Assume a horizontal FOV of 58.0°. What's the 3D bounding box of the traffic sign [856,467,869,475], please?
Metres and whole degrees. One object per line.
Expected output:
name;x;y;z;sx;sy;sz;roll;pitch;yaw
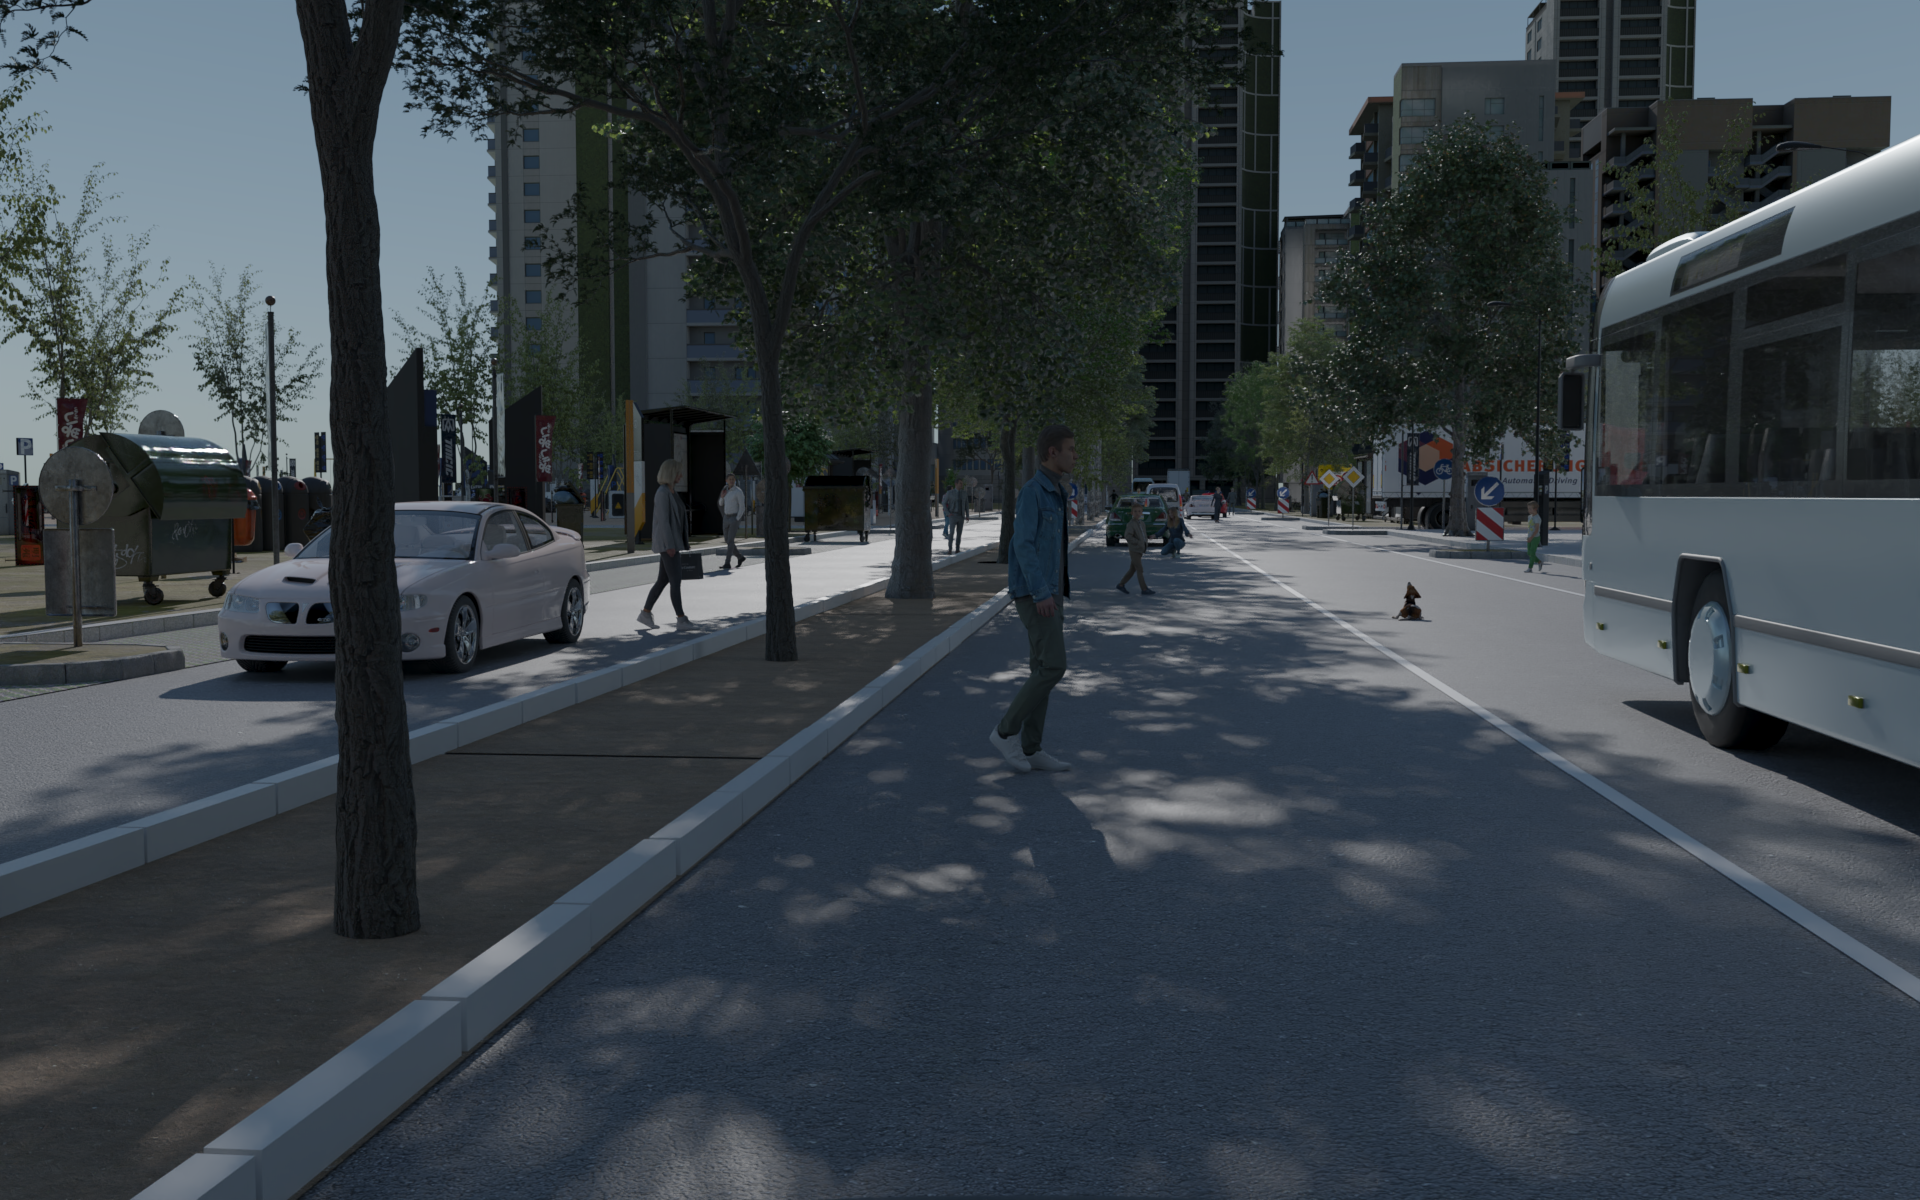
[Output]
traffic sign;-4.591;-5.033;82.396;0.768;2.556;0.104;1;4;13

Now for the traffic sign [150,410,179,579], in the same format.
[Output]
traffic sign;-12.085;-1.596;26.206;0.768;2.556;0.104;1;4;9

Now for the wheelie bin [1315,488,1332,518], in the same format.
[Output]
wheelie bin;19.300;-5.144;92.014;0.693;1.594;0.980;-1;4;-15

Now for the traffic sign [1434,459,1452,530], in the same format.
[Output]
traffic sign;17.367;-3.795;62.147;0.768;2.556;0.104;0;4;7

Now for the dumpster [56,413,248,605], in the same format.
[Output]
dumpster;-9.699;-1.113;20.688;1.502;2.255;1.985;0;4;6

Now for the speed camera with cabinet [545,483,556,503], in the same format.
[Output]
speed camera with cabinet;-32.694;-8.736;137.170;2.038;3.252;0.660;2;4;32

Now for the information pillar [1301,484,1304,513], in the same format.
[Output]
information pillar;23.276;-6.892;117.177;0.304;2.012;0.304;3;5;42

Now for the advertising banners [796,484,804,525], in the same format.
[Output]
advertising banners;-6.176;-4.689;72.847;2.074;3.025;0.090;-3;5;-41

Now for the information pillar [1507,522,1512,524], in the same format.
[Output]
information pillar;23.908;-4.307;74.904;0.304;2.012;0.304;-1;4;-15

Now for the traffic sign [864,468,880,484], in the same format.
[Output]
traffic sign;-3.887;-4.544;75.487;0.795;2.450;0.064;1;4;12

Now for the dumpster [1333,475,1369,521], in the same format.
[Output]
dumpster;18.741;-4.929;83.085;1.502;2.255;1.985;0;4;6

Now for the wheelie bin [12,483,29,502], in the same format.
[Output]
wheelie bin;-26.933;-2.573;49.976;0.693;1.594;0.980;-3;4;-36

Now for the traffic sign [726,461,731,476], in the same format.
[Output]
traffic sign;-8.769;-3.873;63.437;0.768;2.556;0.104;1;4;11

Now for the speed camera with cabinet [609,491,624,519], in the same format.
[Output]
speed camera with cabinet;-17.337;-5.890;90.642;2.038;3.252;0.660;-1;4;-13

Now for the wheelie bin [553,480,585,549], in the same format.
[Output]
wheelie bin;-8.523;-1.829;37.806;0.693;1.594;0.980;-1;4;-12

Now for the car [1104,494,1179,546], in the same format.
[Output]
car;5.112;-2.274;48.976;2.131;1.459;4.920;0;4;8

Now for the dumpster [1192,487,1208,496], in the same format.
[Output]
dumpster;29.566;-12.746;213.342;1.985;2.255;1.502;0;4;6

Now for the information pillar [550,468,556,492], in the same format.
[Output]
information pillar;-32.684;-9.031;139.015;0.504;3.616;0.183;0;3;0

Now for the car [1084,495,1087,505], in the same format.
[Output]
car;14.452;-11.500;200.393;2.083;1.381;4.827;0;4;5

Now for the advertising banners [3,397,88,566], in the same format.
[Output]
advertising banners;-16.738;-2.132;31.039;2.074;3.025;0.090;-2;4;-29

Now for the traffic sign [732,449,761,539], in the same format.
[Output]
traffic sign;-6.126;-3.033;49.596;0.884;2.594;0.081;1;4;13

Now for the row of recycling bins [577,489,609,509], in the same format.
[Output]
row of recycling bins;-31.787;-8.725;149.769;3.534;1.692;1.069;1;4;17

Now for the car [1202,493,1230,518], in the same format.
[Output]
car;15.639;-6.016;107.405;2.155;1.783;4.494;0;4;7

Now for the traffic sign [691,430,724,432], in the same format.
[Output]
traffic sign;-8.595;-3.751;55.204;2.265;3.308;0.079;1;4;10

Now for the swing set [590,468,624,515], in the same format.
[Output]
swing set;-20.102;-6.471;103.429;2.862;2.851;3.119;0;4;2

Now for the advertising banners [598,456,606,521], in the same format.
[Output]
advertising banners;-16.853;-5.217;81.493;0.090;3.025;2.074;0;4;-3

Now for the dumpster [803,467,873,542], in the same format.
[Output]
dumpster;-3.666;-2.872;51.912;1.985;2.255;1.502;0;4;7

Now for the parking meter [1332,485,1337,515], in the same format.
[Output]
parking meter;23.002;-6.137;106.052;0.399;1.863;0.255;3;5;40

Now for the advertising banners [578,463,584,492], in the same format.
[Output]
advertising banners;-22.947;-6.510;102.627;0.090;3.025;2.074;2;4;27

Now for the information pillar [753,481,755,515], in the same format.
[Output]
information pillar;-12.941;-7.176;108.679;0.183;3.616;0.504;-1;4;-12

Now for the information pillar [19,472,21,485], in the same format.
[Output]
information pillar;-31.800;-3.293;58.328;0.304;2.012;0.304;-1;4;-23

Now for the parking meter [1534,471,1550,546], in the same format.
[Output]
parking meter;14.455;-2.286;43.085;0.255;1.863;0.399;3;5;44

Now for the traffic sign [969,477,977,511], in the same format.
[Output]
traffic sign;0.914;-7.907;129.386;0.768;2.556;0.104;0;4;7

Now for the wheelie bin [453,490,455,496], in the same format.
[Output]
wheelie bin;-41.722;-8.235;142.555;0.693;1.594;0.980;1;4;16

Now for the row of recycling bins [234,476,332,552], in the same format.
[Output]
row of recycling bins;-15.646;-1.990;39.650;1.069;1.692;3.534;1;4;13

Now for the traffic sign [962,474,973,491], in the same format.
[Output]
traffic sign;0.421;-6.844;111.906;0.884;2.594;0.081;0;4;7

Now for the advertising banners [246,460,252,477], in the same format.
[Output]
advertising banners;-36.633;-5.626;88.168;0.090;3.025;2.074;1;4;12

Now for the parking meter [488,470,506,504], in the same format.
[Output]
parking meter;-11.133;-2.197;41.639;0.399;1.863;0.255;3;4;38

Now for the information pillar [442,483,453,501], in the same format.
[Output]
information pillar;-15.365;-2.903;51.949;0.304;2.012;0.304;-1;4;-21

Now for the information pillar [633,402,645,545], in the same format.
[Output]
information pillar;-8.146;-3.217;43.949;0.183;3.616;0.504;-2;4;-35

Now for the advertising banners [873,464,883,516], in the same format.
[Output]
advertising banners;-4.790;-6.289;99.009;0.090;3.025;2.074;1;4;18

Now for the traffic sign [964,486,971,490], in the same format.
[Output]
traffic sign;0.358;-7.691;125.754;0.884;2.594;0.081;1;4;15

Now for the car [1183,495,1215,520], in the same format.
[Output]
car;13.712;-5.261;98.382;2.083;1.381;4.827;0;4;4

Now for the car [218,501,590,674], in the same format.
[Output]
car;-4.734;-0.186;15.401;2.083;1.381;4.827;0;4;5

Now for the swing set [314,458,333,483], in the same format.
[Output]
swing set;-26.706;-4.803;76.152;3.119;2.851;2.862;-1;4;-17

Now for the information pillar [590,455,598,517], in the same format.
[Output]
information pillar;-20.370;-6.420;96.327;0.504;3.616;0.183;2;4;34

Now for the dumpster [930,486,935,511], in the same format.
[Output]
dumpster;-2.224;-5.643;94.751;1.502;2.255;1.985;0;4;6

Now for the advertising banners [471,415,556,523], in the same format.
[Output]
advertising banners;-9.714;-2.546;37.822;2.074;3.025;0.090;-3;5;-43

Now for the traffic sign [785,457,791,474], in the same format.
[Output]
traffic sign;-5.729;-3.338;54.675;0.768;2.556;0.104;0;4;8

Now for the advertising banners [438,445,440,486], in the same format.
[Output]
advertising banners;-18.987;-3.984;61.333;2.074;3.025;0.090;3;5;39

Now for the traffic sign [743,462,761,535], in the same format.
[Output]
traffic sign;-6.538;-3.200;54.454;0.606;2.300;0.079;1;4;10

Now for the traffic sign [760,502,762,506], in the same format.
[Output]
traffic sign;-8.306;-4.408;72.180;0.768;2.556;0.104;1;4;12

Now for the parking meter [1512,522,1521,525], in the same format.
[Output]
parking meter;23.343;-3.925;72.592;0.372;1.533;0.369;0;3;0

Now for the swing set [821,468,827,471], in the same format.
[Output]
swing set;-8.405;-6.606;105.620;2.862;2.851;3.119;0;4;3

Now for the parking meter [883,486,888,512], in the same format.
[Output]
parking meter;-5.235;-7.141;122.459;0.255;1.863;0.399;-2;4;-34
